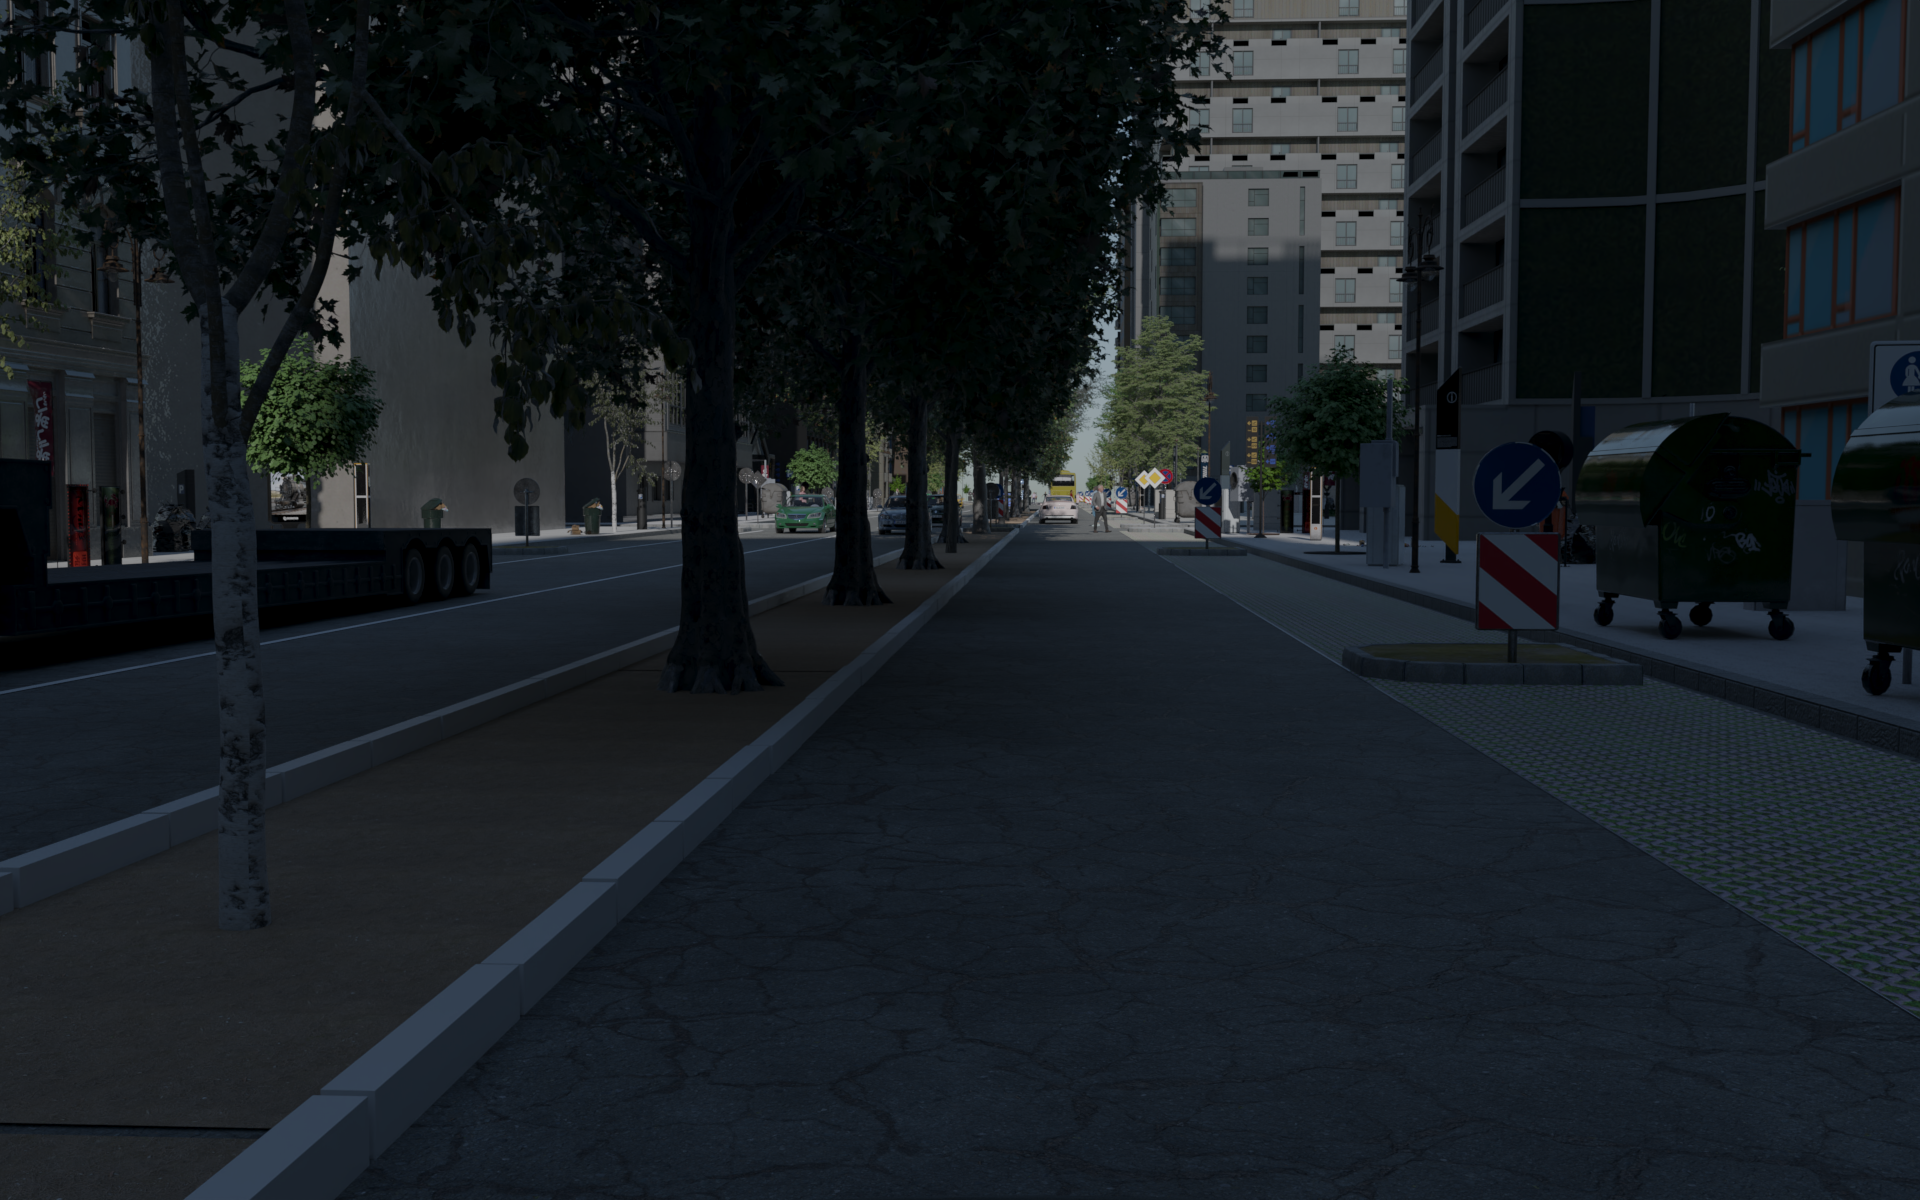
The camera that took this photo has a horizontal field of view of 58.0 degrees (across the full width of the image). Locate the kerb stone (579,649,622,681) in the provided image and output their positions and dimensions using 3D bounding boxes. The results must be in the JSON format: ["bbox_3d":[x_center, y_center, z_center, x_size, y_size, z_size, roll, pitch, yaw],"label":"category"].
[{"bbox_3d":[-2.862,0.525,13.604,0.120,0.150,1.000,0,4,3],"label":"kerb stone"}]

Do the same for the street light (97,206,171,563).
[{"bbox_3d":[-13.334,-3.388,28.175,0.468,5.910,1.993,0,4,3],"label":"street light"}]

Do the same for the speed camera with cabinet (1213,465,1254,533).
[{"bbox_3d":[8.910,-3.801,56.486,0.660,3.252,2.038,-1,4,-15],"label":"speed camera with cabinet"}]

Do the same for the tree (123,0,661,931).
[{"bbox_3d":[-2.360,-3.205,5.222,4.360,8.622,3.978,0,3,0],"label":"tree"}]

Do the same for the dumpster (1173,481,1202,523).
[{"bbox_3d":[10.161,-4.354,76.954,1.264,1.857,1.865,0,4,3],"label":"dumpster"}]

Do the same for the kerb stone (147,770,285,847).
[{"bbox_3d":[-3.211,0.900,7.479,0.120,0.150,1.000,0,4,3],"label":"kerb stone"}]

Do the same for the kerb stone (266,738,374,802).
[{"bbox_3d":[-3.148,0.838,8.499,0.120,0.150,1.000,0,4,3],"label":"kerb stone"}]

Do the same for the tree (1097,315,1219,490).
[{"bbox_3d":[12.666,-11.771,110.575,7.486,12.596,7.792,0,3,0],"label":"tree"}]

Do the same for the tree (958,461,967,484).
[{"bbox_3d":[-0.856,-19.062,262.024,4.737,8.622,4.395,0,3,0],"label":"tree"}]

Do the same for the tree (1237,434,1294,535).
[{"bbox_3d":[9.490,-3.633,54.006,1.663,3.219,1.824,0,3,0],"label":"tree"}]

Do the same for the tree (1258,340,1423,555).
[{"bbox_3d":[8.196,-3.264,37.078,4.285,4.588,4.351,0,3,0],"label":"tree"}]

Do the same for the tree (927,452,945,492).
[{"bbox_3d":[-3.805,-15.045,196.344,4.737,8.622,4.395,0,3,0],"label":"tree"}]

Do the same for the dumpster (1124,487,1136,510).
[{"bbox_3d":[13.919,-8.399,143.082,1.264,1.857,1.865,0,4,3],"label":"dumpster"}]

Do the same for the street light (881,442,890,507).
[{"bbox_3d":[-6.520,-10.745,148.468,0.468,5.910,1.993,0,4,3],"label":"street light"}]

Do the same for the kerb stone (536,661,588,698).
[{"bbox_3d":[-2.917,0.588,12.583,0.120,0.150,1.000,0,4,3],"label":"kerb stone"}]

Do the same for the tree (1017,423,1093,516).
[{"bbox_3d":[3.688,-11.402,114.634,9.928,11.665,9.643,0,3,0],"label":"tree"}]

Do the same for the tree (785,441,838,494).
[{"bbox_3d":[-9.134,-7.580,107.654,4.285,4.588,4.351,0,3,0],"label":"tree"}]

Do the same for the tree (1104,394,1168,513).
[{"bbox_3d":[12.803,-10.261,118.133,4.737,8.622,4.395,0,3,0],"label":"tree"}]

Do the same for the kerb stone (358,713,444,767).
[{"bbox_3d":[-3.090,0.776,9.521,0.120,0.150,1.000,0,4,3],"label":"kerb stone"}]

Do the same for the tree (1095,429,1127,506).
[{"bbox_3d":[16.134,-14.086,180.665,4.360,8.622,3.978,0,3,0],"label":"tree"}]

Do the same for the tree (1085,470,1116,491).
[{"bbox_3d":[20.885,-17.061,262.656,4.285,4.588,4.351,0,3,0],"label":"tree"}]

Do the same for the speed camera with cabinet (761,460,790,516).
[{"bbox_3d":[-10.692,-6.486,100.389,2.038,3.252,0.660,3,5,45],"label":"speed camera with cabinet"}]

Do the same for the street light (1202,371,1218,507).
[{"bbox_3d":[9.332,-5.631,64.847,0.468,5.910,1.993,0,4,3],"label":"street light"}]

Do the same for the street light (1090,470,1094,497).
[{"bbox_3d":[23.162,-20.460,307.301,0.468,5.910,1.993,0,4,3],"label":"street light"}]

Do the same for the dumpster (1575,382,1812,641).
[{"bbox_3d":[6.709,-0.823,15.952,1.502,2.255,1.985,0,4,3],"label":"dumpster"}]

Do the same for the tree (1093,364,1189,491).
[{"bbox_3d":[14.146,-12.883,136.388,9.928,11.665,9.643,0,3,0],"label":"tree"}]

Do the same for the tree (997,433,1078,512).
[{"bbox_3d":[5.343,-13.140,135.431,7.486,12.596,7.792,0,3,0],"label":"tree"}]

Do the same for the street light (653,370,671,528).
[{"bbox_3d":[-11.111,-5.627,64.788,0.468,5.910,1.993,0,4,3],"label":"street light"}]

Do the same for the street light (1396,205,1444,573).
[{"bbox_3d":[7.403,-3.378,28.018,0.468,5.910,1.993,0,4,3],"label":"street light"}]

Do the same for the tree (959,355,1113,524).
[{"bbox_3d":[2.500,-11.073,93.870,12.009,13.543,11.850,0,3,0],"label":"tree"}]

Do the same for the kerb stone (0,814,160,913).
[{"bbox_3d":[-3.260,0.963,6.451,0.120,0.150,1.000,0,4,3],"label":"kerb stone"}]

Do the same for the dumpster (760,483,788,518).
[{"bbox_3d":[-9.876,-5.274,91.986,1.264,1.857,1.865,0,4,3],"label":"dumpster"}]

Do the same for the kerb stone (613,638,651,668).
[{"bbox_3d":[-2.804,0.463,14.625,0.120,0.150,1.000,0,4,3],"label":"kerb stone"}]

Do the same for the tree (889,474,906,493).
[{"bbox_3d":[-5.812,-10.334,163.564,1.663,3.219,1.824,0,3,0],"label":"tree"}]

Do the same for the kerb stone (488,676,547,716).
[{"bbox_3d":[-2.979,0.654,11.563,0.120,0.150,1.000,0,4,3],"label":"kerb stone"}]

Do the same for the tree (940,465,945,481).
[{"bbox_3d":[-2.059,-18.087,246.081,4.360,8.622,3.978,0,3,0],"label":"tree"}]

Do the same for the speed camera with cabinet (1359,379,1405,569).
[{"bbox_3d":[7.470,-2.219,30.611,0.660,3.252,2.038,1,4,21],"label":"speed camera with cabinet"}]

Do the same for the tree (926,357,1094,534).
[{"bbox_3d":[0.766,-9.327,61.601,9.857,13.997,8.962,0,3,0],"label":"tree"}]

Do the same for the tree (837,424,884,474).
[{"bbox_3d":[-7.729,-11.144,132.568,4.737,8.622,4.395,0,3,0],"label":"tree"}]

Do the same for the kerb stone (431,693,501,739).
[{"bbox_3d":[-3.028,0.714,10.542,0.120,0.150,1.000,0,4,3],"label":"kerb stone"}]

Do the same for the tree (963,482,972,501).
[{"bbox_3d":[1.067,-17.758,284.946,1.663,3.219,1.824,0,3,0],"label":"tree"}]

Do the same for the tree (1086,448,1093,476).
[{"bbox_3d":[14.589,-12.735,158.575,4.737,8.622,4.395,0,3,0],"label":"tree"}]

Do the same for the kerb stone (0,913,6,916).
[{"bbox_3d":[-3.322,1.035,5.420,0.120,0.150,1.000,0,4,3],"label":"kerb stone"}]

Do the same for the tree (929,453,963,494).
[{"bbox_3d":[-2.406,-18.865,226.575,7.486,12.596,7.792,0,3,0],"label":"tree"}]

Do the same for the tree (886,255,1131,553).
[{"bbox_3d":[-0.257,-6.382,41.223,8.767,10.594,7.601,0,4,3],"label":"tree"}]

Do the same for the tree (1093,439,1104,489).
[{"bbox_3d":[14.796,-12.039,147.199,4.737,8.622,4.395,0,3,0],"label":"tree"}]

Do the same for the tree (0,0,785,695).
[{"bbox_3d":[-1.820,-5.678,12.304,9.611,12.733,9.660,0,3,0],"label":"tree"}]

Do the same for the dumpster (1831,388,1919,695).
[{"bbox_3d":[6.300,-0.470,10.176,1.502,2.255,1.985,0,4,3],"label":"dumpster"}]

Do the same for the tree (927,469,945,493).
[{"bbox_3d":[-3.510,-14.010,212.775,4.285,4.588,4.351,0,3,0],"label":"tree"}]
